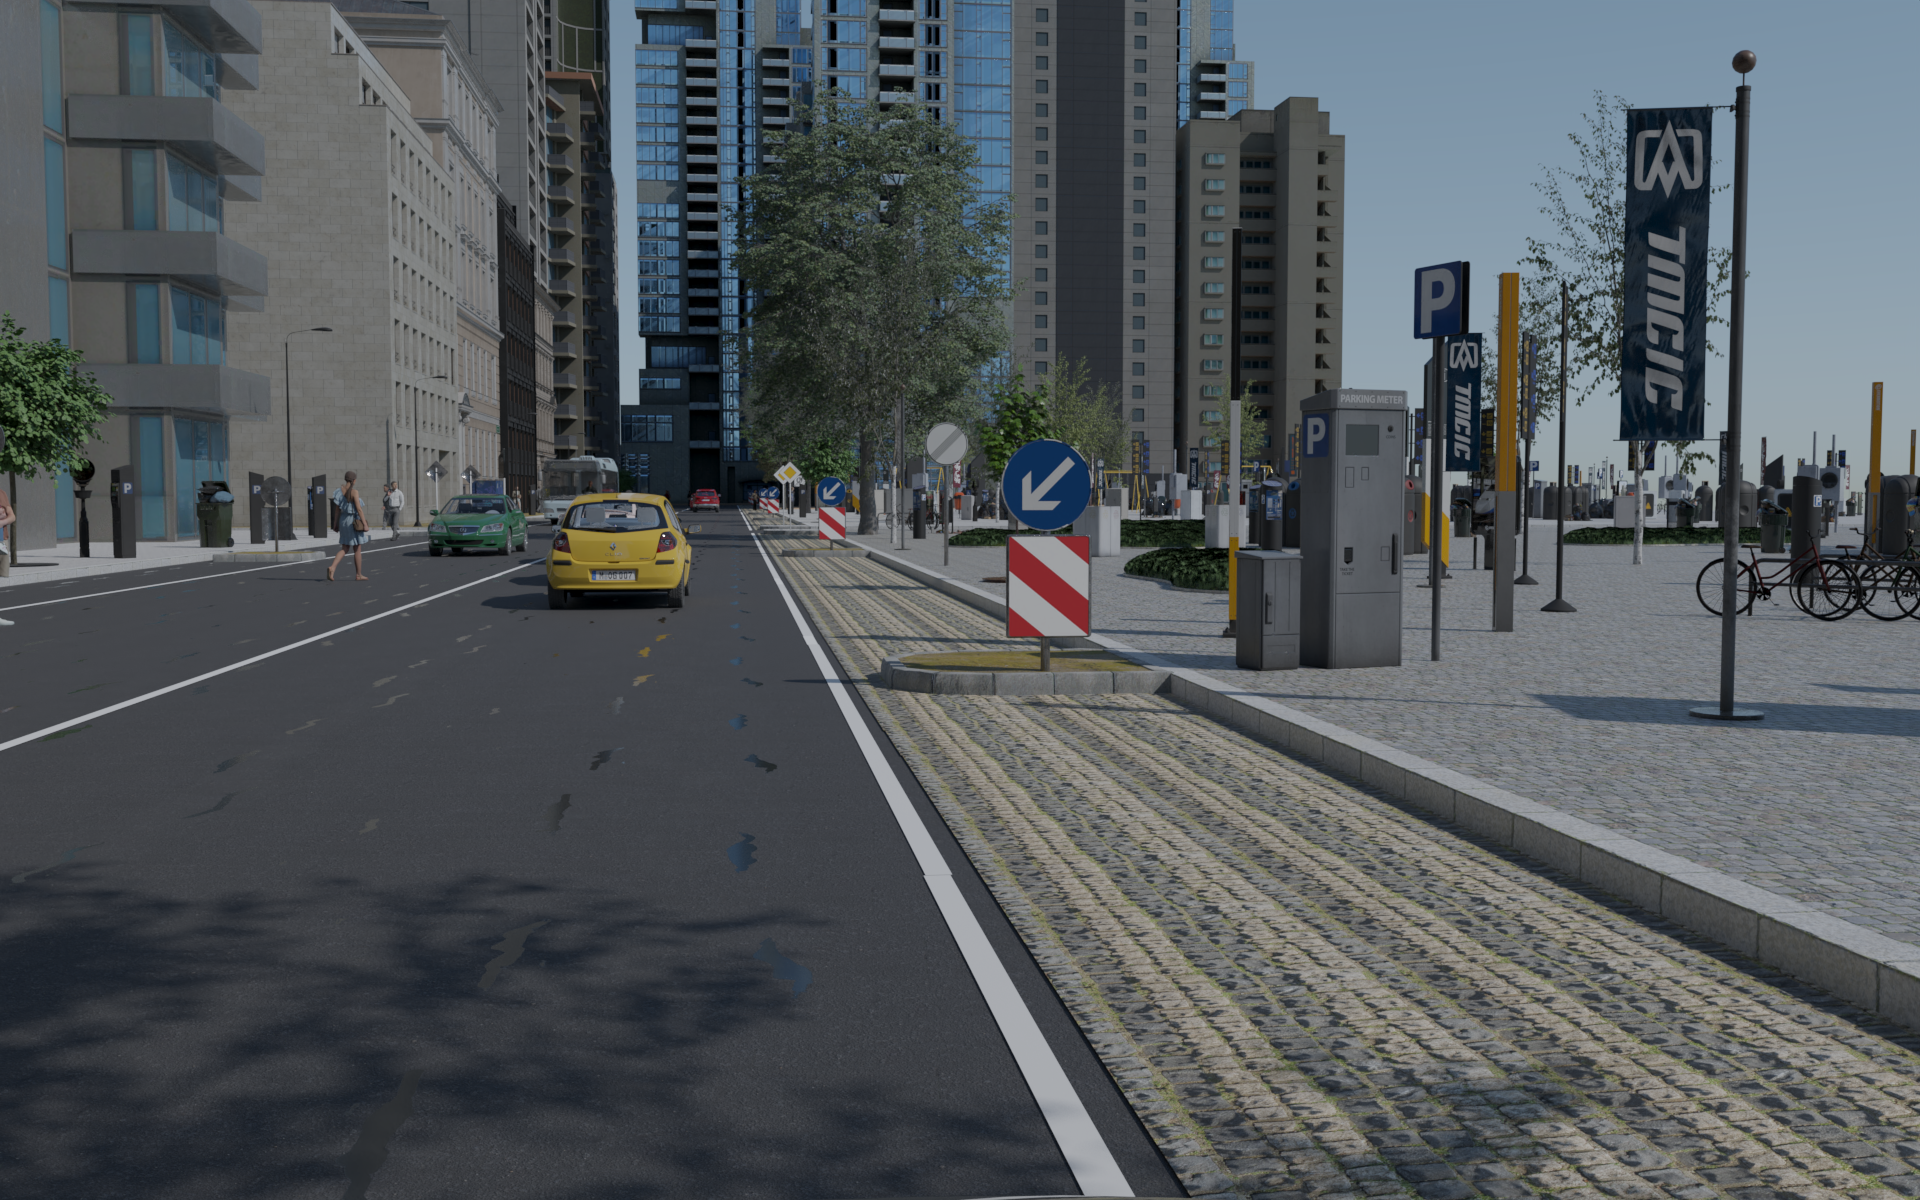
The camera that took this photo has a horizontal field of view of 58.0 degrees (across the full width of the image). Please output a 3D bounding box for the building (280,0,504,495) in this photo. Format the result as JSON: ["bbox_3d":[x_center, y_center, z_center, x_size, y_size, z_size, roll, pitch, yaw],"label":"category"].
[{"bbox_3d":[-32.787,-18.866,94.359,13.634,28.700,20.117,0,4,-7],"label":"building"}]

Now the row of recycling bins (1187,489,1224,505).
[{"bbox_3d":[19.498,-8.069,139.045,3.534,1.692,1.069,2,4,28],"label":"row of recycling bins"}]

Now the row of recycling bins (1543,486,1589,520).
[{"bbox_3d":[30.434,-4.876,86.837,3.534,1.692,1.069,-3,5,-41],"label":"row of recycling bins"}]

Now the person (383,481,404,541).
[{"bbox_3d":[-17.485,-2.743,53.442,0.679,1.850,0.850,0,4,4],"label":"person"}]

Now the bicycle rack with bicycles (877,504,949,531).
[{"bbox_3d":[-1.500,-2.989,62.259,2.925,0.926,2.852,-3,5,-43],"label":"bicycle rack with bicycles"}]

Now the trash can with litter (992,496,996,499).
[{"bbox_3d":[2.275,-7.263,130.138,1.055,1.170,0.624,0,4,5],"label":"trash can with litter"}]

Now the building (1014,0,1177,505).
[{"bbox_3d":[13.941,-47.361,212.609,20.611,71.187,20.563,0,4,-7],"label":"building"}]

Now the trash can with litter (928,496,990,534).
[{"bbox_3d":[-0.235,-2.748,55.992,1.678,1.210,2.233,-3,5,-40],"label":"trash can with litter"}]

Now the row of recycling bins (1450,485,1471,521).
[{"bbox_3d":[23.714,-4.478,80.322,1.069,1.692,3.534,0,4,-7],"label":"row of recycling bins"}]

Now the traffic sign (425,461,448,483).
[{"bbox_3d":[-18.244,-3.557,60.344,0.795,2.593,0.064,0,4,-7],"label":"traffic sign"}]

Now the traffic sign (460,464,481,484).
[{"bbox_3d":[-19.290,-4.041,68.261,0.795,2.593,0.064,0,4,-7],"label":"traffic sign"}]

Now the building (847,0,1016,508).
[{"bbox_3d":[-5.991,-52.649,173.487,22.319,86.520,31.000,0,4,-7],"label":"building"}]

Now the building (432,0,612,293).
[{"bbox_3d":[-57.950,-48.639,233.500,20.611,71.187,20.563,0,4,-7],"label":"building"}]

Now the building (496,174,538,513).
[{"bbox_3d":[-34.724,-17.290,112.364,12.332,23.373,15.834,0,4,-7],"label":"building"}]

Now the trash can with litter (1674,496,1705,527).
[{"bbox_3d":[22.469,-2.549,53.068,1.055,1.170,0.624,1,4,14],"label":"trash can with litter"}]

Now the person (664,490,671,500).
[{"bbox_3d":[-30.782,-10.590,181.614,1.348,1.831,0.705,2,4,35],"label":"person"}]

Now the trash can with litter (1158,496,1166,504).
[{"bbox_3d":[13.614,-6.405,116.102,0.624,1.170,1.055,0,4,-3],"label":"trash can with litter"}]

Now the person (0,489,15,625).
[{"bbox_3d":[-10.473,-0.622,18.652,0.573,1.828,0.580,-3,5,-39],"label":"person"}]

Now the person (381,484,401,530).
[{"bbox_3d":[-20.584,-3.283,62.457,0.850,1.792,0.678,-3,4,-37],"label":"person"}]

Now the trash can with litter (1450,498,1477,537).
[{"bbox_3d":[14.982,-2.454,51.510,0.624,1.170,1.055,3,4,37],"label":"trash can with litter"}]

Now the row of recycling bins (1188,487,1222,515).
[{"bbox_3d":[15.467,-6.250,109.299,1.069,1.692,3.534,1,4,21],"label":"row of recycling bins"}]

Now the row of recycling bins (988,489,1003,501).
[{"bbox_3d":[3.737,-7.871,135.803,3.534,1.692,1.069,1,4,17],"label":"row of recycling bins"}]

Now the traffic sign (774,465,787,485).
[{"bbox_3d":[-7.098,-4.138,69.844,0.795,2.593,0.064,0,4,-7],"label":"traffic sign"}]

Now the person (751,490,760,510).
[{"bbox_3d":[-17.926,-8.752,151.611,0.705,1.823,1.348,2,4,32],"label":"person"}]

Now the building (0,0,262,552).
[{"bbox_3d":[-34.724,-25.891,42.931,30.456,49.044,23.786,0,4,-7],"label":"building"}]

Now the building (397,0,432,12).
[{"bbox_3d":[-44.780,-43.585,150.872,20.563,71.187,20.611,0,4,-7],"label":"building"}]

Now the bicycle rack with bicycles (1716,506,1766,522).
[{"bbox_3d":[35.440,-3.964,78.187,2.852,0.926,2.925,-2,4,-28],"label":"bicycle rack with bicycles"}]

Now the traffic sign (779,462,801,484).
[{"bbox_3d":[-6.053,-3.654,61.927,0.795,2.593,0.064,0,4,-7],"label":"traffic sign"}]

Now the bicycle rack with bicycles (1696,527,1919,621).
[{"bbox_3d":[9.562,-0.280,17.961,2.852,0.926,2.925,-3,5,-43],"label":"bicycle rack with bicycles"}]

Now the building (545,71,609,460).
[{"bbox_3d":[-47.731,-31.900,176.196,22.147,44.769,28.867,0,4,-7],"label":"building"}]

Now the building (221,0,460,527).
[{"bbox_3d":[-28.648,-13.511,75.662,10.420,20.320,16.860,0,4,-7],"label":"building"}]

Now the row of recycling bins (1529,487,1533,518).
[{"bbox_3d":[31.925,-5.369,94.893,1.069,1.692,3.534,3,4,37],"label":"row of recycling bins"}]

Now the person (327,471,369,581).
[{"bbox_3d":[-10.012,-1.213,28.430,0.616,1.811,0.778,2,4,29],"label":"person"}]

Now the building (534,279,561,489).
[{"bbox_3d":[-36.180,-16.238,130.118,10.561,19.102,19.286,0,4,-7],"label":"building"}]

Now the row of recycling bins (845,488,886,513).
[{"bbox_3d":[-6.480,-6.899,119.915,3.534,1.692,1.069,2,4,28],"label":"row of recycling bins"}]

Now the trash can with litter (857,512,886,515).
[{"bbox_3d":[-5.292,-5.825,106.295,2.233,1.210,1.678,2,4,32],"label":"trash can with litter"}]

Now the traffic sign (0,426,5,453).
[{"bbox_3d":[-15.661,-1.687,27.683,0.768,2.556,0.104,0,4,-6],"label":"traffic sign"}]

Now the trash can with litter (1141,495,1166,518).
[{"bbox_3d":[10.273,-5.032,93.332,1.678,1.210,2.233,2,4,30],"label":"trash can with litter"}]

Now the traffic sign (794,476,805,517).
[{"bbox_3d":[-9.020,-5.824,97.353,0.606,2.300,0.079,0,4,-6],"label":"traffic sign"}]

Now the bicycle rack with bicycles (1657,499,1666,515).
[{"bbox_3d":[50.532,-6.598,121.253,2.852,0.926,2.925,0,4,-3],"label":"bicycle rack with bicycles"}]

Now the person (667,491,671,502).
[{"bbox_3d":[-32.122,-11.126,190.548,0.705,1.807,1.348,-3,4,-36],"label":"person"}]

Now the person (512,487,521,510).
[{"bbox_3d":[-26.777,-5.997,104.651,0.519,1.759,0.362,-3,4,-37],"label":"person"}]

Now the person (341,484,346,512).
[{"bbox_3d":[-19.963,-2.959,56.232,0.330,1.601,0.589,-2,4,-28],"label":"person"}]

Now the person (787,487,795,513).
[{"bbox_3d":[-11.609,-6.897,119.224,0.534,1.772,0.576,-1,4,-18],"label":"person"}]

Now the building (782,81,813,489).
[{"bbox_3d":[-9.585,-35.810,205.094,23.786,49.044,30.456,0,4,-7],"label":"building"}]

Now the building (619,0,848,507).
[{"bbox_3d":[-32.104,-56.532,236.975,31.000,86.520,22.319,0,4,-7],"label":"building"}]

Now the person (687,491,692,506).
[{"bbox_3d":[-31.316,-11.753,200.683,0.705,1.821,1.348,-3,4,-36],"label":"person"}]

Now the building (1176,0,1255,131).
[{"bbox_3d":[26.658,-57.031,245.133,31.000,86.520,22.319,0,4,-7],"label":"building"}]

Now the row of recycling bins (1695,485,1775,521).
[{"bbox_3d":[36.499,-4.552,81.541,3.534,1.692,1.069,1,4,20],"label":"row of recycling bins"}]

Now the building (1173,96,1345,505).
[{"bbox_3d":[35.987,-36.187,215.358,21.600,48.544,21.300,0,4,-7],"label":"building"}]

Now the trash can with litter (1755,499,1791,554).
[{"bbox_3d":[17.833,-1.597,37.493,1.055,1.170,0.624,0,4,7],"label":"trash can with litter"}]

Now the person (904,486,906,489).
[{"bbox_3d":[-2.933,-5.089,90.001,0.466,1.731,0.760,1,4,22],"label":"person"}]

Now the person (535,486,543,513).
[{"bbox_3d":[-28.079,-6.699,115.679,0.679,1.850,0.850,1,4,19],"label":"person"}]

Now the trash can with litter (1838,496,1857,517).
[{"bbox_3d":[50.506,-5.338,98.659,0.624,1.170,1.055,-3,5,-39],"label":"trash can with litter"}]

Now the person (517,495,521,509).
[{"bbox_3d":[-25.718,-5.519,100.969,0.352,1.250,0.332,1,4,21],"label":"person"}]

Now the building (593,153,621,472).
[{"bbox_3d":[-48.307,-32.109,208.583,14.086,41.232,14.154,0,4,-7],"label":"building"}]

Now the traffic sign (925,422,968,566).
[{"bbox_3d":[-0.245,-1.886,30.947,0.768,2.556,0.104,0,4,-6],"label":"traffic sign"}]
